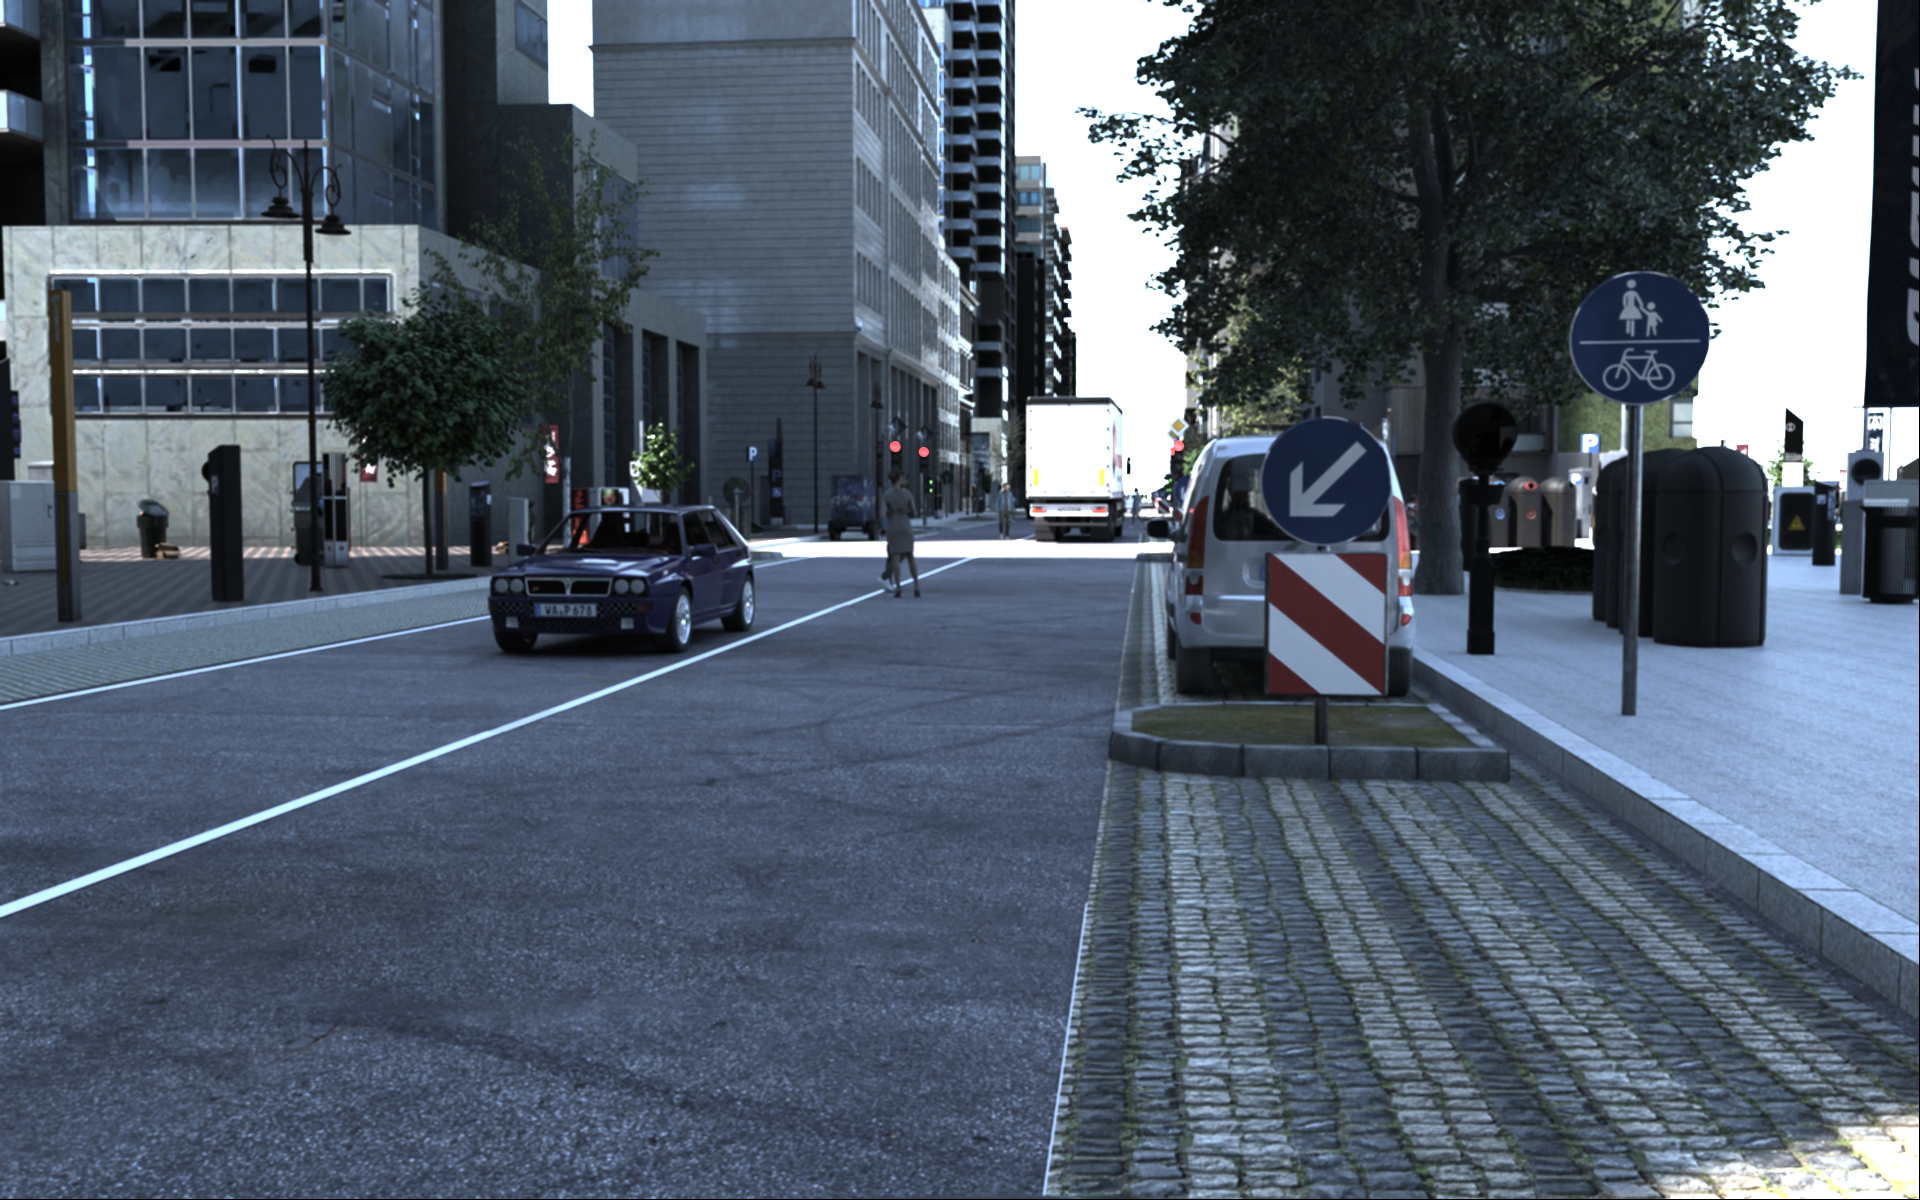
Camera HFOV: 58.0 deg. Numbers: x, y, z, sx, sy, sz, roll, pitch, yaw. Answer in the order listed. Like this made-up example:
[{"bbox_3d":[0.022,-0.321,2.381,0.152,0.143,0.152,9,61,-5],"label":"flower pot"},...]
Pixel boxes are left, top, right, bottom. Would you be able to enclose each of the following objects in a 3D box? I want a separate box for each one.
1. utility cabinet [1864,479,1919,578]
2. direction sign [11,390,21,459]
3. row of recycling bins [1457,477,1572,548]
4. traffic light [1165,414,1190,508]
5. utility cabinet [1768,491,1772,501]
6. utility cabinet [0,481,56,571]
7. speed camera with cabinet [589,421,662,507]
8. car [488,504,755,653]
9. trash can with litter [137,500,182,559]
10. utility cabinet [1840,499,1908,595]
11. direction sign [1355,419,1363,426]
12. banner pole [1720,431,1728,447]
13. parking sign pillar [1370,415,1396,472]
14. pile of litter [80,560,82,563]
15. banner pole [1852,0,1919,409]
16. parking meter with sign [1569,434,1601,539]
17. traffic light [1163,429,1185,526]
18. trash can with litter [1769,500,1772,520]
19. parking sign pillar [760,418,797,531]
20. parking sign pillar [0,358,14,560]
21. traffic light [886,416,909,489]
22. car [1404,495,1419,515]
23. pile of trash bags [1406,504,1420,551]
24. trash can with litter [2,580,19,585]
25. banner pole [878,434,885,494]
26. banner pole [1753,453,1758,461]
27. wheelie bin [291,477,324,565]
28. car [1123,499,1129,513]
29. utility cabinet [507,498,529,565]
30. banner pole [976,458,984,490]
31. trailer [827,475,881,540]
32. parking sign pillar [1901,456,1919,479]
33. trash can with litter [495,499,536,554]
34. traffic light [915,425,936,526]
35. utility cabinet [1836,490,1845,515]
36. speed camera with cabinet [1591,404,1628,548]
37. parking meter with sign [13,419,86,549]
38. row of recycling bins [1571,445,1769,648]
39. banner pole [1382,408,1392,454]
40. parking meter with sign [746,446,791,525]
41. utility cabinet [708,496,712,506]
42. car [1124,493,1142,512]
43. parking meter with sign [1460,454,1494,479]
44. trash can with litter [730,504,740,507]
[{"bbox_3d":[14.375,-1.077,26.292,1.173,1.500,0.318,2,4,24],"label":"utility cabinet"},{"bbox_3d":[-20.776,-2.794,37.687,0.379,3.537,0.876,1,4,13],"label":"direction sign"},{"bbox_3d":[13.027,-2.090,41.279,3.534,1.692,1.069,-1,4,-17],"label":"row of recycling bins"},{"bbox_3d":[7.690,-4.425,61.269,0.839,4.253,0.868,0,4,6],"label":"traffic light"},{"bbox_3d":[56.718,-6.913,121.712,0.318,1.500,1.173,0,4,-6],"label":"utility cabinet"},{"bbox_3d":[-15.319,-1.233,28.836,0.318,1.500,1.173,2,4,29],"label":"utility cabinet"},{"bbox_3d":[-8.940,-3.172,46.193,2.038,3.252,0.660,-3,5,-45],"label":"speed camera with cabinet"},{"bbox_3d":[-3.200,-0.265,16.914,1.945,1.354,3.894,0,4,6],"label":"car"},{"bbox_3d":[-15.917,-1.416,34.543,1.055,1.170,0.624,2,4,34],"label":"trash can with litter"},{"bbox_3d":[11.801,-0.686,22.384,1.020,1.237,0.306,-2,4,-32],"label":"utility cabinet"},{"bbox_3d":[12.093,-3.705,52.575,0.379,3.537,0.876,0,4,-2],"label":"direction sign"},{"bbox_3d":[30.498,-4.844,69.218,0.401,3.779,0.863,0,4,3],"label":"banner pole"},{"bbox_3d":[14.422,-4.369,59.904,1.447,3.967,1.447,-3,4,-38],"label":"parking sign pillar"},{"bbox_3d":[-16.946,-1.113,32.164,1.176,0.858,1.719,-1,4,-21],"label":"pile of litter"},{"bbox_3d":[3.613,-0.983,6.092,0.863,3.779,0.401,1,4,11],"label":"banner pole"},{"bbox_3d":[17.753,-3.266,49.661,0.543,3.016,1.738,3,5,40],"label":"parking meter with sign"},{"bbox_3d":[8.545,-4.911,69.208,0.839,4.253,0.868,0,4,6],"label":"traffic light"},{"bbox_3d":[39.938,-4.518,85.249,1.055,1.170,0.624,2,4,25],"label":"trash can with litter"},{"bbox_3d":[-6.465,-4.430,60.902,1.447,3.967,1.447,-1,4,-8],"label":"parking sign pillar"},{"bbox_3d":[-19.302,-2.778,33.898,1.447,3.967,1.447,3,5,40],"label":"parking sign pillar"},{"bbox_3d":[-2.265,-4.489,62.321,0.839,4.253,0.868,0,4,6],"label":"traffic light"},{"bbox_3d":[18.733,-3.417,64.907,4.494,1.783,2.155,0,4,6],"label":"car"},{"bbox_3d":[8.889,-1.793,39.075,3.447,1.369,1.912,-2,4,-27],"label":"pile of trash bags"},{"bbox_3d":[-13.776,-0.776,23.748,1.678,1.210,2.233,1,4,19],"label":"trash can with litter"},{"bbox_3d":[-3.297,-5.055,72.666,0.401,3.779,0.863,-2,4,-24],"label":"banner pole"},{"bbox_3d":[48.694,-7.116,106.366,0.863,3.779,0.401,-1,4,-13],"label":"banner pole"},{"bbox_3d":[-11.696,-1.443,31.505,0.980,1.594,0.693,2,4,32],"label":"wheelie bin"},{"bbox_3d":[11.989,-7.488,134.221,2.131,1.459,4.920,0,4,7],"label":"car"},{"bbox_3d":[-7.584,-1.139,29.784,0.306,1.237,1.020,-1,4,-11],"label":"utility cabinet"},{"bbox_3d":[1.309,-7.896,119.119,0.863,3.779,0.401,3,5,40],"label":"banner pole"},{"bbox_3d":[-3.324,-2.796,52.756,1.471,1.999,3.904,0,4,5],"label":"trailer"},{"bbox_3d":[62.739,-7.683,114.085,1.447,3.967,1.447,1,4,15],"label":"parking sign pillar"},{"bbox_3d":[-9.547,-1.568,37.024,1.055,1.170,0.624,3,4,38],"label":"trash can with litter"},{"bbox_3d":[-1.410,-4.975,70.261,0.839,4.253,0.868,0,4,6],"label":"traffic light"},{"bbox_3d":[48.495,-5.288,95.136,0.318,1.500,1.173,0,4,7],"label":"utility cabinet"},{"bbox_3d":[14.202,-2.660,37.819,0.660,3.252,2.038,1,4,16],"label":"speed camera with cabinet"},{"bbox_3d":[-21.185,-2.685,40.158,1.738,3.016,0.543,0,4,7],"label":"parking meter with sign"},{"bbox_3d":[6.588,-0.550,16.104,1.069,1.692,3.534,1,4,10],"label":"row of recycling bins"},{"bbox_3d":[12.432,-3.700,50.515,0.401,3.779,0.863,2,4,32],"label":"banner pole"},{"bbox_3d":[-6.886,-4.065,62.719,1.738,3.016,0.543,2,4,34],"label":"parking meter with sign"},{"bbox_3d":[-16.616,-6.206,112.623,1.020,1.237,0.306,-1,4,-15],"label":"utility cabinet"},{"bbox_3d":[13.669,-7.938,139.377,1.945,1.707,3.694,0,4,5],"label":"car"},{"bbox_3d":[17.210,-3.714,56.984,1.738,3.016,0.543,-3,4,-37],"label":"parking meter with sign"},{"bbox_3d":[-7.850,-2.878,58.115,1.678,1.210,2.233,2,4,27],"label":"trash can with litter"}]
